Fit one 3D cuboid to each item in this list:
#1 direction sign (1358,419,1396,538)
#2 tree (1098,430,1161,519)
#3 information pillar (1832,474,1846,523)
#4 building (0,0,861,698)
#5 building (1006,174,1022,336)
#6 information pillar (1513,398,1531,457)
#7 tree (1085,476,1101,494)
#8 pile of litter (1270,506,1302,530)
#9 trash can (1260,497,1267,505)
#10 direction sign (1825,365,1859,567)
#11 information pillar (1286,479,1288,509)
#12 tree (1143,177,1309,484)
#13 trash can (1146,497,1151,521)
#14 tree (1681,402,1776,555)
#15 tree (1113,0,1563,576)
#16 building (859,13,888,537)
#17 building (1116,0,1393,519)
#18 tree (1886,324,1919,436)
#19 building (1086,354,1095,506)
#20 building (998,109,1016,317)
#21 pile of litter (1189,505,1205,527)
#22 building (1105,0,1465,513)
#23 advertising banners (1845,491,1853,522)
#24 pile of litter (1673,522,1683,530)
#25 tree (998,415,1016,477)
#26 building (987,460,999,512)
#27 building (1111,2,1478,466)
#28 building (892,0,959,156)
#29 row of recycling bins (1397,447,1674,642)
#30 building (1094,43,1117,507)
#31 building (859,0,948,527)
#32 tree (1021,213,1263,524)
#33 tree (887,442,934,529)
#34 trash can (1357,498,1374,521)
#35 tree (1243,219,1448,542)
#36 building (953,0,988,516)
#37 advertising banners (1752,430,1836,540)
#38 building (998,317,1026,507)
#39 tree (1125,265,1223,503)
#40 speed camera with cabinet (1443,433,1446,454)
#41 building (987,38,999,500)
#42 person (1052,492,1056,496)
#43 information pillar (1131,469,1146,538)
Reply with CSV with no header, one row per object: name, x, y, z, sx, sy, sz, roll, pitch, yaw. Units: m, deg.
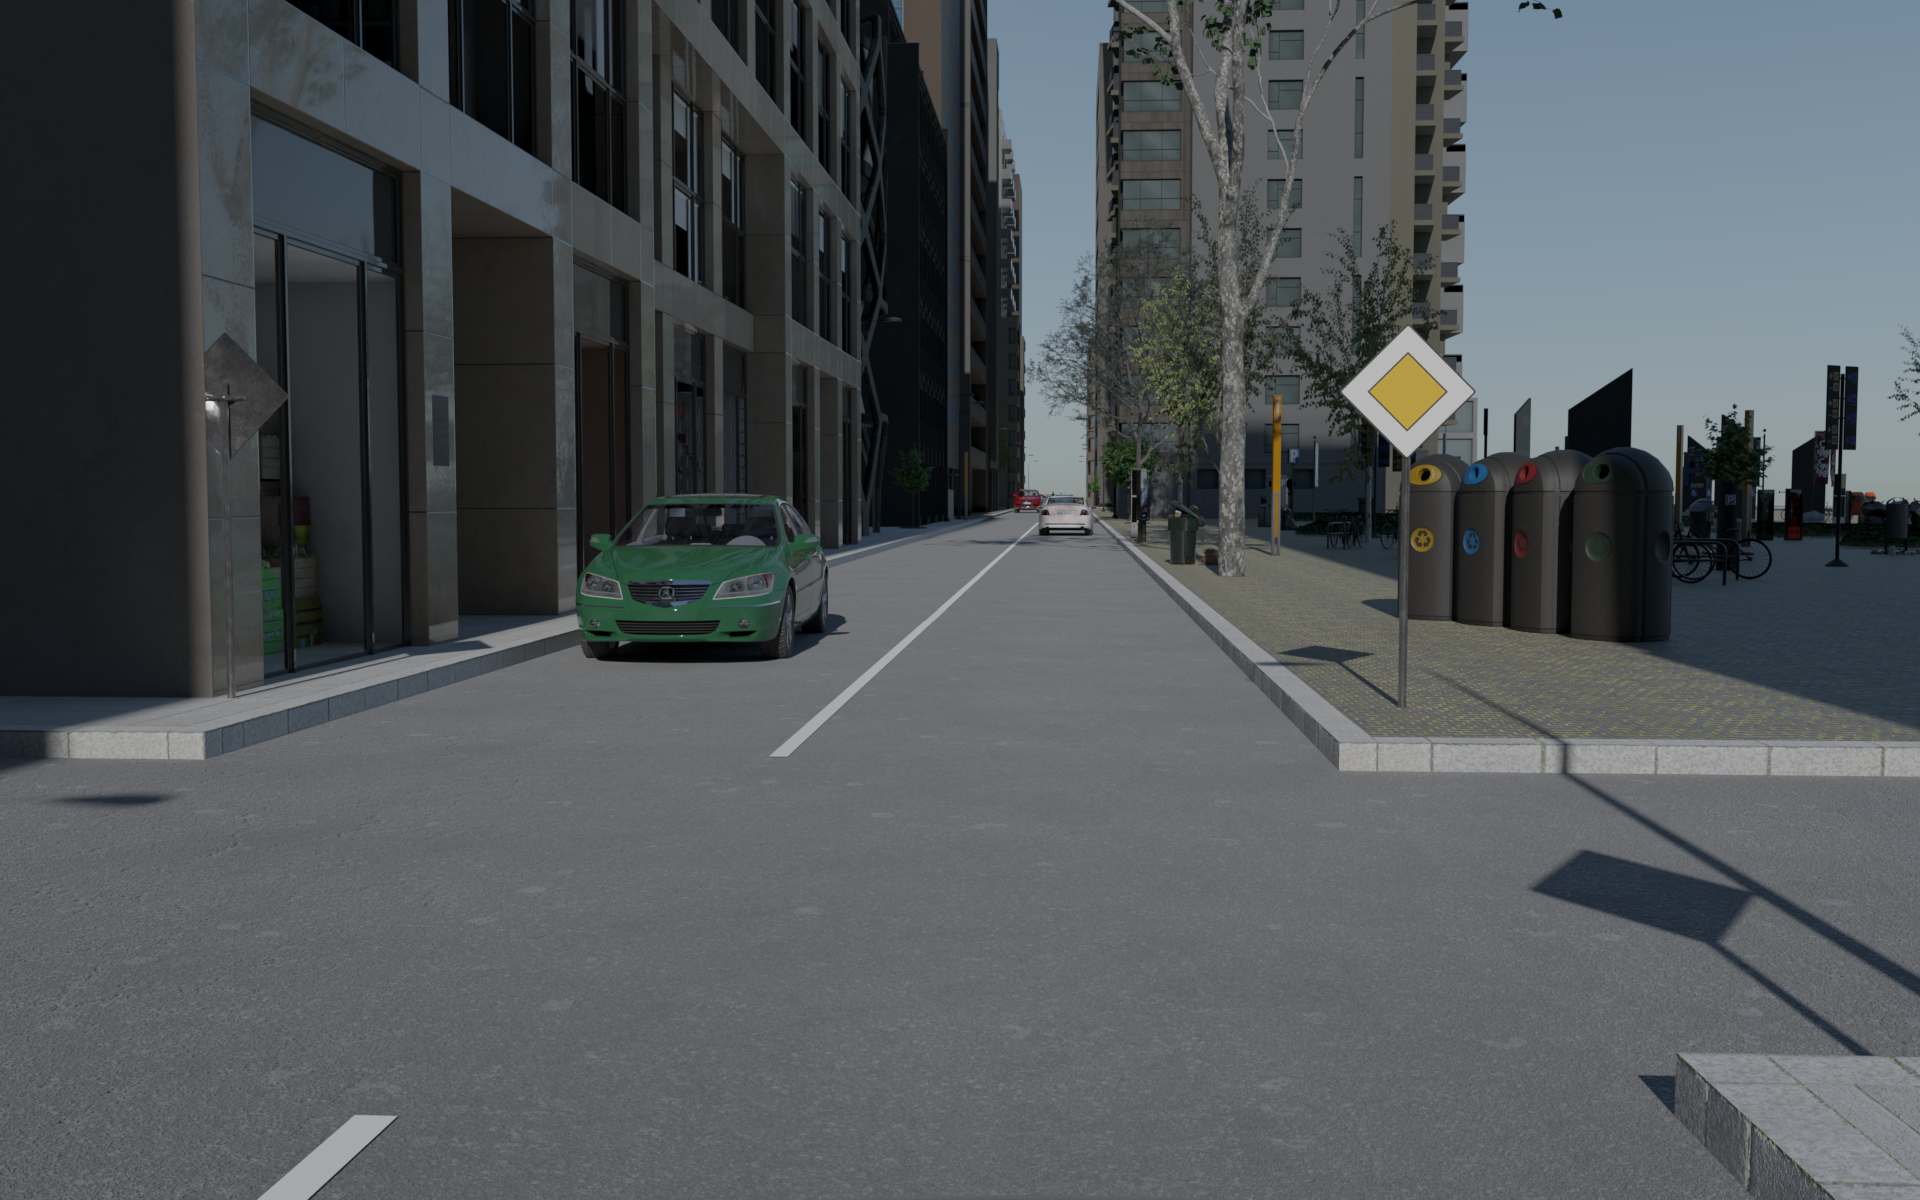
direction sign,12.080,-3.571,50.383,0.876,3.537,0.379,3,5,39
tree,8.690,-6.416,88.614,4.285,4.588,4.351,0,3,0
information pillar,31.445,-3.514,61.951,0.304,2.012,0.304,-2,4,-28
building,-13.211,-13.647,27.649,19.350,26.468,34.151,0,4,4
building,1.368,-35.853,236.308,14.600,45.320,14.200,0,4,4
information pillar,13.663,-3.105,42.120,0.504,3.616,0.183,-2,4,-26
tree,13.278,-10.666,168.997,1.663,3.219,1.824,0,3,0
pile of litter,11.756,-2.917,61.659,1.176,0.858,1.719,-1,4,-12
trash can,14.840,-4.406,83.695,0.748,1.137,0.748,0,3,0
direction sign,15.562,-2.363,30.628,0.876,3.537,0.379,-2,4,-31
information pillar,15.526,-4.806,83.066,0.304,2.012,0.304,2,4,29
tree,6.283,-5.553,41.146,4.360,8.622,3.978,0,3,0
trash can,8.687,-4.296,81.892,0.748,1.137,0.748,0,3,0
tree,16.385,-2.566,36.559,1.663,3.219,1.824,0,3,0
tree,3.390,-10.362,25.303,12.611,20.169,13.585,0,3,0
building,-10.802,-11.379,53.499,16.820,18.784,16.811,0,4,4
building,15.796,-19.869,96.563,14.160,30.474,14.107,0,4,4
tree,34.200,-6.641,58.937,4.737,8.622,4.395,0,3,0
building,28.938,-22.028,205.195,27.650,21.520,28.899,0,4,4
building,-4.528,-36.307,213.234,23.786,49.044,30.456,0,4,4
pile of litter,8.915,-3.303,67.961,1.719,0.858,1.176,-2,4,-29
building,21.147,-28.297,117.278,22.147,44.769,28.867,0,4,4
advertising banners,32.600,-4.155,64.119,0.090,3.025,2.074,0,4,6
pile of litter,24.345,-2.822,60.107,1.719,0.858,1.176,0,4,4
tree,3.367,-12.931,161.788,4.737,8.622,4.395,0,3,0
building,-7.408,-42.471,132.656,20.563,71.187,20.611,0,4,4
building,26.578,-34.044,145.864,28.713,52.752,27.495,0,4,4
building,-7.368,-27.109,93.335,14.600,45.320,14.200,0,4,4
row of recycling bins,5.442,-0.582,16.629,1.069,1.692,3.534,-1,4,-20
building,24.820,-33.973,179.154,21.300,48.544,21.600,0,4,4
building,-7.223,-15.008,75.051,12.332,23.373,15.834,0,4,4
tree,7.873,-10.072,75.043,12.009,13.543,11.850,0,3,0
tree,-1.671,-4.272,64.442,1.663,3.219,1.824,0,3,0
trash can,15.479,-3.319,65.918,0.748,1.137,0.748,0,3,0
tree,10.708,-5.861,46.188,4.737,8.622,4.395,0,3,0
building,-9.372,-29.863,111.962,21.300,48.544,21.600,0,4,4
advertising banners,23.016,-3.158,47.817,2.074,3.025,0.090,0,4,7
building,-7.222,-20.766,184.563,27.650,21.520,28.899,0,4,4
tree,7.472,-6.511,56.812,4.737,8.622,4.395,0,3,0
speed camera with cabinet,16.223,-3.831,56.976,2.038,3.252,0.660,-2,4,-34
building,-3.905,-28.607,151.320,14.154,41.232,14.086,0,4,4
person,13.030,-14.346,243.067,1.348,1.822,0.705,-2,4,-30
information pillar,5.163,-2.794,50.171,0.304,2.012,0.304,-2,4,-35
